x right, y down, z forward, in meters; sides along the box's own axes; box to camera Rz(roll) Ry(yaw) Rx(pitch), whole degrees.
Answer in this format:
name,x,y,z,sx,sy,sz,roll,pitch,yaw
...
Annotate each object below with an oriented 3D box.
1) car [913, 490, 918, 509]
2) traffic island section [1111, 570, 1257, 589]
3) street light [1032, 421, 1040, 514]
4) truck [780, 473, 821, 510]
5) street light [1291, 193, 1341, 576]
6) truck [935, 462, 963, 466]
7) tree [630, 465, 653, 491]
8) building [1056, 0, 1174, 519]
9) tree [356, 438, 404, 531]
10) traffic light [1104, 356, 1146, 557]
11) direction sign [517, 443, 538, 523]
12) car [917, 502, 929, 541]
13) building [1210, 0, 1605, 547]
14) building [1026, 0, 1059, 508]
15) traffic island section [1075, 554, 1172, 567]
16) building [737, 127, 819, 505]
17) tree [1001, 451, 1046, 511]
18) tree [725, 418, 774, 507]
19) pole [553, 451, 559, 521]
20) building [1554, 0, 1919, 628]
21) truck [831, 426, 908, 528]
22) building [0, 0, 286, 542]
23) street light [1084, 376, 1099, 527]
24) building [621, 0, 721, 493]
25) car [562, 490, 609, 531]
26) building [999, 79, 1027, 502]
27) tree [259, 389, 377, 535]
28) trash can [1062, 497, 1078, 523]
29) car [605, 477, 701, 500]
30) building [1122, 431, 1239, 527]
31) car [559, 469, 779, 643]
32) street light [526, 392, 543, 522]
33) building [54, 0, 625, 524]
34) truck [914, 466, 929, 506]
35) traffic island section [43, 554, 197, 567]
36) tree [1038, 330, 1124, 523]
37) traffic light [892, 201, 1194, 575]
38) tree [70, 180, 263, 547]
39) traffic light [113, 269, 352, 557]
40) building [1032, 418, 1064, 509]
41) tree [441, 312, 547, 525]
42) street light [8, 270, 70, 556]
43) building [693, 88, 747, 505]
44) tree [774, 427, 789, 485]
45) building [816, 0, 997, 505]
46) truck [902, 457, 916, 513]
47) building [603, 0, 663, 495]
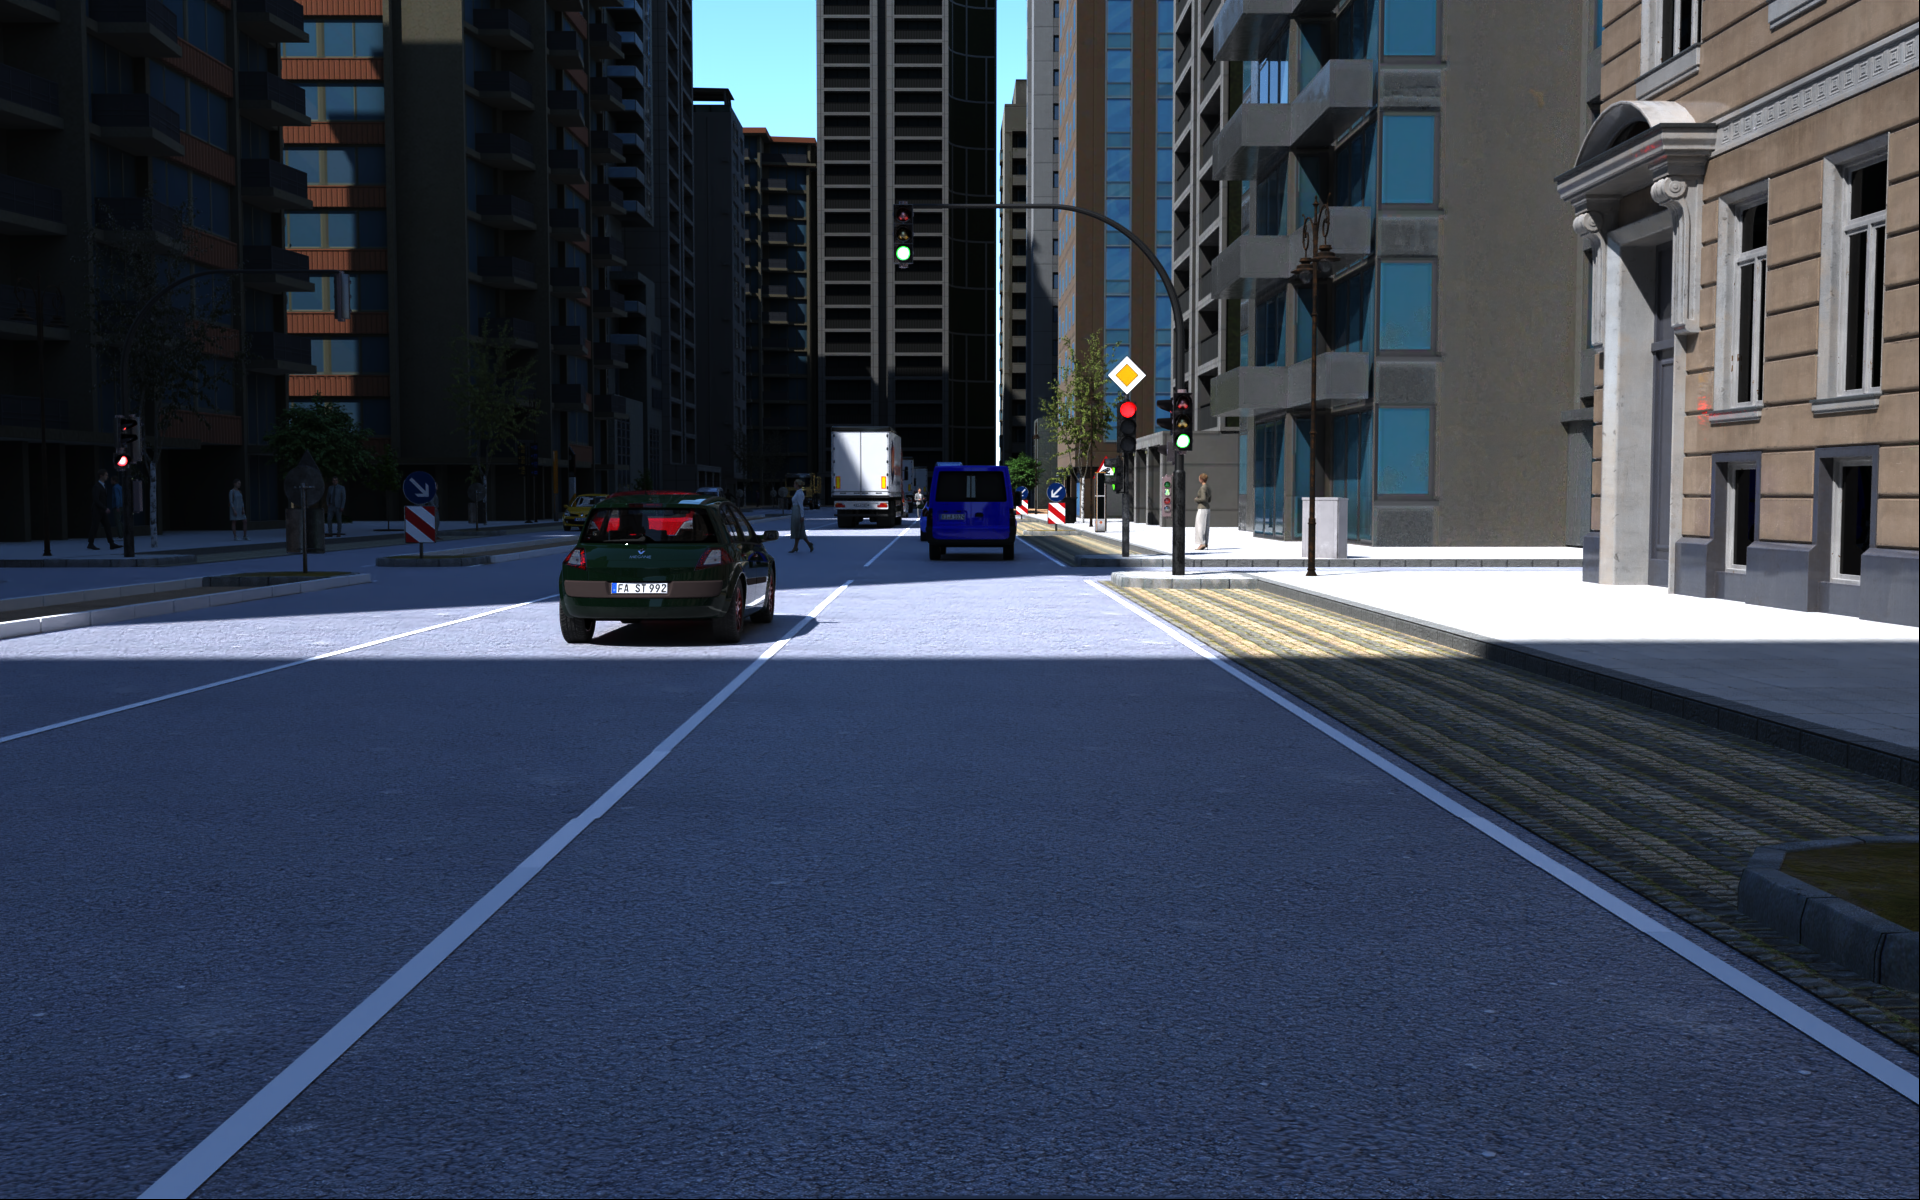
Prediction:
name,x,y,z,sx,sy,sz,roll,pitch,yaw
car,-4.971,-9.970,171.677,2.281,1.827,5.304,0,4,1
traffic island section,3.472,-0.315,27.433,2.009,0.180,2.903,0,4,0
street light,4.822,-8.377,109.759,0.468,5.910,1.993,0,4,0
truck,-14.730,-10.169,162.192,3.469,3.379,9.791,0,4,1
street light,5.508,-3.314,26.971,0.468,5.910,1.993,0,4,0
truck,-1.048,-9.145,139.278,2.967,4.110,18.799,0,4,1
tree,-20.736,-7.346,114.715,1.663,3.219,1.824,0,3,0
building,12.808,-27.252,95.676,14.600,45.320,14.200,0,4,0
tree,-19.858,-4.019,60.309,1.663,3.219,1.824,0,3,0
traffic light,3.369,-2.837,35.303,0.839,4.253,0.868,0,4,0
direction sign,-19.069,-5.167,76.480,0.876,3.537,0.379,-1,4,-18
car,-0.374,-2.710,53.904,1.945,1.707,3.694,0,3,0
building,22.688,-26.333,50.157,30.456,49.044,23.786,0,4,0
building,16.989,-38.390,169.681,21.231,58.520,28.212,0,4,0
traffic island section,3.409,-0.803,35.418,2.009,0.180,2.903,0,4,0
building,-30.974,-33.730,206.107,28.867,44.769,22.147,0,4,0
tree,4.877,-9.091,132.357,4.285,4.588,4.351,0,3,0
tree,-20.656,-13.317,168.097,4.360,8.622,3.978,0,3,0
pole,-18.970,-5.348,81.278,0.158,3.312,0.155,0,3,0
building,15.437,-14.007,14.912,13.634,28.700,20.117,0,4,0
truck,-3.964,-5.390,77.041,2.839,4.237,11.283,0,4,1
building,-34.731,-24.520,55.519,22.147,44.769,28.867,0,4,0
street light,5.157,-5.820,67.947,0.468,5.910,1.993,0,4,0
building,-31.856,-43.562,150.497,20.563,71.187,20.611,0,4,0
car,-14.522,-3.560,68.436,2.015,1.641,3.980,0,4,0
building,15.433,-35.639,206.393,21.600,48.544,21.300,0,4,0
tree,-20.134,-4.319,54.324,4.285,4.588,4.351,0,3,0
trash can,5.015,-4.197,80.280,0.748,1.137,0.748,0,3,0
car,-4.404,-1.012,25.582,2.155,1.783,4.494,0,4,-1
building,17.997,-38.613,69.569,20.563,71.187,20.611,0,4,0
car,-2.954,-0.507,18.074,2.009,1.686,4.222,0,4,1
street light,-19.237,-6.460,78.405,0.468,5.910,1.993,0,4,0
building,-30.657,-26.894,94.347,22.147,44.769,28.867,0,4,0
truck,-4.641,-11.757,181.137,2.839,4.237,11.283,0,4,-1
traffic island section,-16.932,-0.794,35.262,2.009,0.180,2.903,0,4,0
tree,5.468,-7.767,77.349,4.737,8.622,4.395,0,3,0
traffic light,1.341,-3.211,27.161,4.771,5.953,1.251,0,4,0
tree,-19.295,-5.583,41.644,4.360,8.622,3.978,0,3,0
traffic light,-14.801,-3.701,35.179,4.771,5.953,1.251,0,4,0
building,17.776,-50.557,139.281,22.319,86.520,31.000,0,4,0
tree,-19.376,-7.383,71.070,4.737,8.622,4.395,0,3,0
street light,-18.987,-3.857,35.855,0.468,5.910,1.993,0,4,0
building,-29.288,-30.178,177.002,14.086,41.232,14.154,0,4,0
tree,-20.393,-14.531,187.938,4.360,8.622,3.978,0,3,0
building,-5.979,-46.880,204.744,20.611,71.187,20.563,0,4,0
truck,-4.870,-8.983,135.778,2.839,4.237,11.283,0,4,-1
building,-33.458,-49.638,124.259,22.319,86.520,31.000,0,4,0
